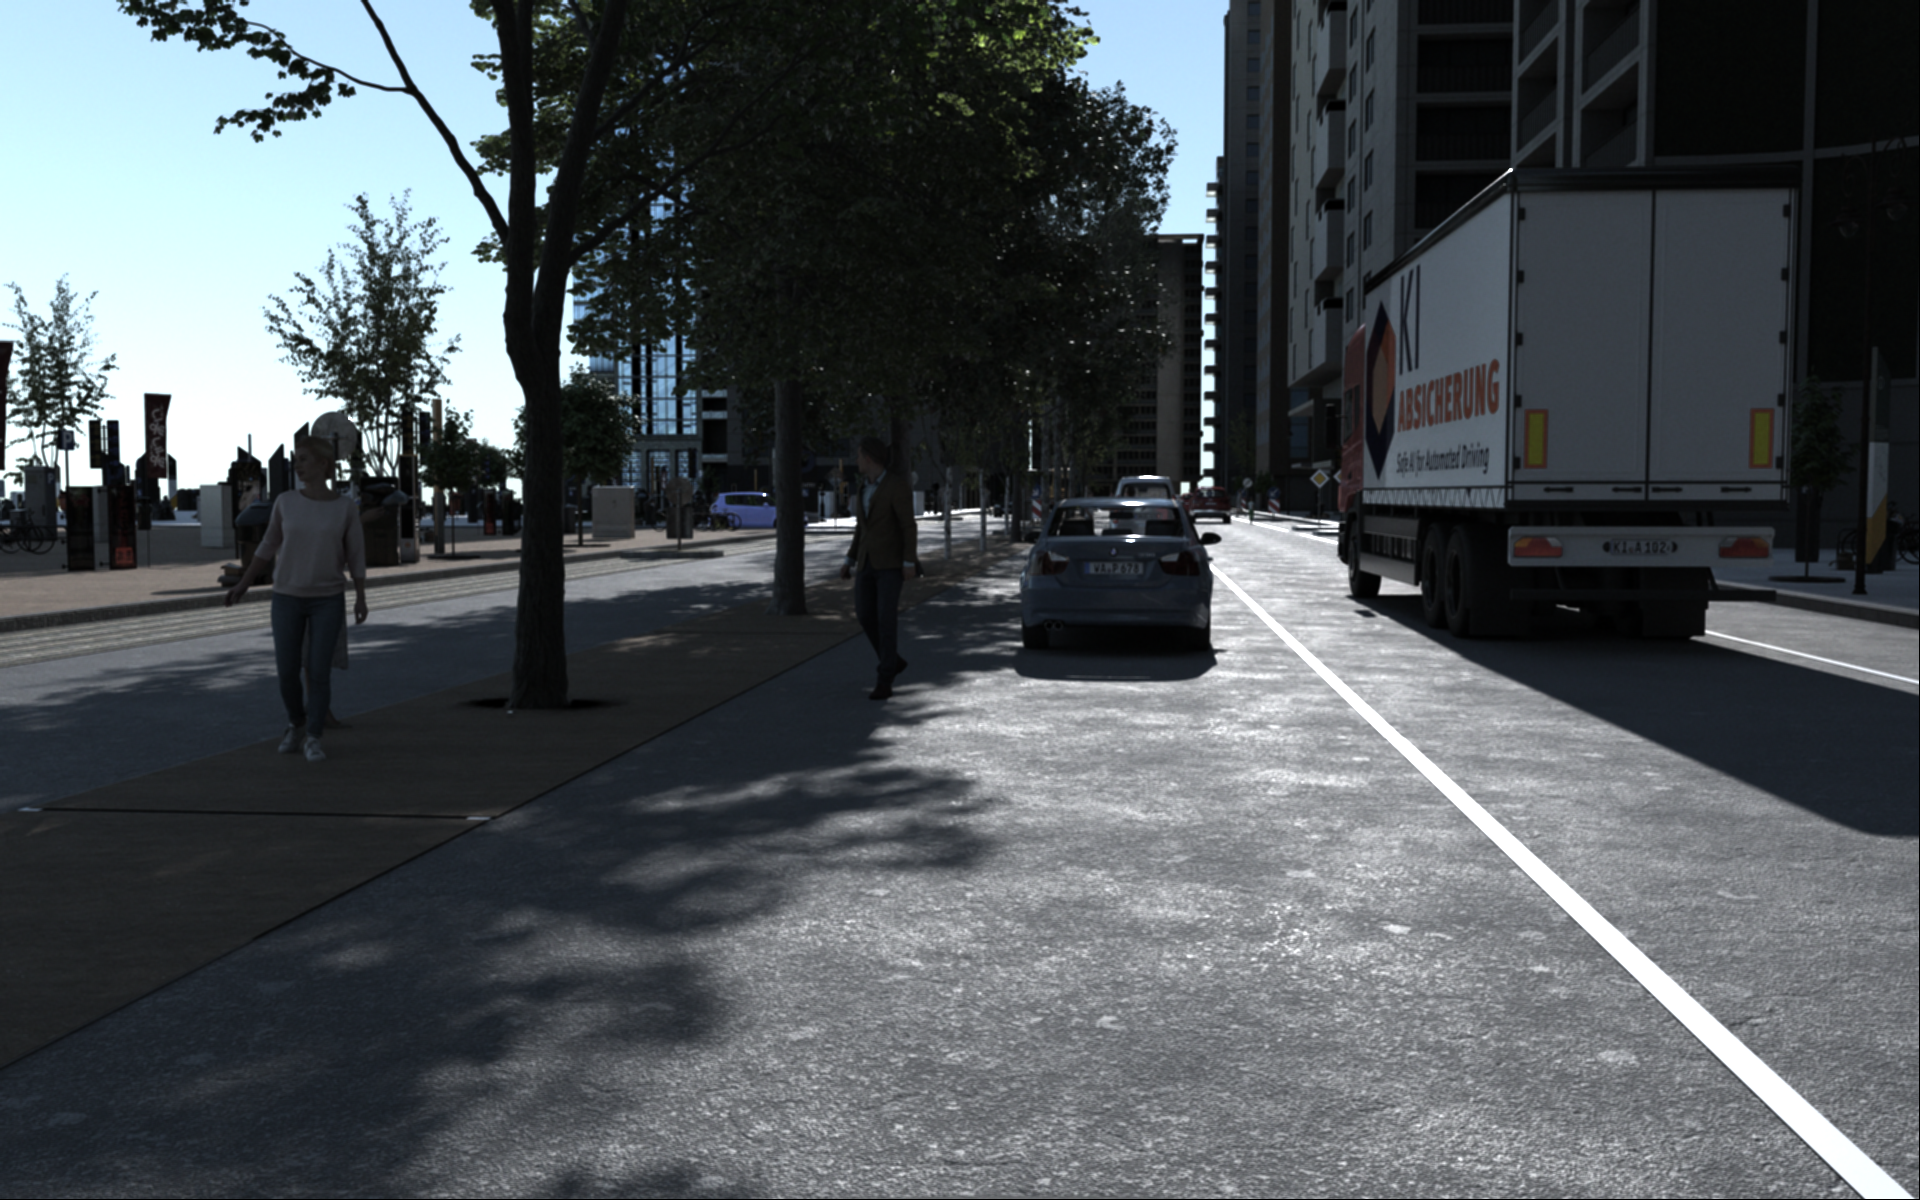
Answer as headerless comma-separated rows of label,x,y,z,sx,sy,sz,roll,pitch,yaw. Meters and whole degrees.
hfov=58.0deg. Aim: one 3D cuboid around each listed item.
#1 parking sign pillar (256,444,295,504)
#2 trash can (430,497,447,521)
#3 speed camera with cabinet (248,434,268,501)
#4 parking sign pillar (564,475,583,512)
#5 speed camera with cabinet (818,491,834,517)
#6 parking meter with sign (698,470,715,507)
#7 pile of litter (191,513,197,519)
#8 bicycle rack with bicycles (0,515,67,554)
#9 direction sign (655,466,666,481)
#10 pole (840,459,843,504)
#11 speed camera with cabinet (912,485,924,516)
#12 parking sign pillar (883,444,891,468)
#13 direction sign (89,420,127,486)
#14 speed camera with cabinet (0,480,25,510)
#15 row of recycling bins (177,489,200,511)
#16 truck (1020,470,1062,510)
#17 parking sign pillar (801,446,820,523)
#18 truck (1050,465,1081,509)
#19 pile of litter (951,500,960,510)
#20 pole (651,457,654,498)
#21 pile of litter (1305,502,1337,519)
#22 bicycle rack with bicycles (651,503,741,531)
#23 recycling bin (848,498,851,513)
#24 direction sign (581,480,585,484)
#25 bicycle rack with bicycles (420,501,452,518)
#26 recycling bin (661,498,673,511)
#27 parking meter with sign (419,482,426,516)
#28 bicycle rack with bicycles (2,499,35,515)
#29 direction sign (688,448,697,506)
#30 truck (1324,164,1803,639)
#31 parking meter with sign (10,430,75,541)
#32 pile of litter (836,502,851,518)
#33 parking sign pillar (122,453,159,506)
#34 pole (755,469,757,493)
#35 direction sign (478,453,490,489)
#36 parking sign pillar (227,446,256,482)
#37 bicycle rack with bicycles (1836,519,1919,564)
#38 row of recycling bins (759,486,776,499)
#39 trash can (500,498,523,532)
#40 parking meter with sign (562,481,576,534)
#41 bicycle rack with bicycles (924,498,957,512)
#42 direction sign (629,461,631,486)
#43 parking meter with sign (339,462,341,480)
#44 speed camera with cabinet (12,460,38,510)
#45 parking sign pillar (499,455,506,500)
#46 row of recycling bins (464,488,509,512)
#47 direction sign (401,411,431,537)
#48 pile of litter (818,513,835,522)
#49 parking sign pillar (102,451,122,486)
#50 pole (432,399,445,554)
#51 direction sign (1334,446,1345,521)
parking sign pillar,-36.634,-6.404,93.171,1.447,3.967,1.447,3,4,37
trash can,-23.880,-4.143,79.392,0.748,1.137,0.748,0,3,0
speed camera with cabinet,-23.543,-3.785,56.217,0.660,3.252,2.038,2,4,35
parking sign pillar,-27.984,-8.359,125.149,1.447,3.967,1.447,2,4,30
speed camera with cabinet,-8.224,-6.381,98.673,2.038,3.252,0.660,1,4,17
parking meter with sign,-18.429,-8.014,127.290,0.543,3.016,1.738,2,4,32
pile of litter,-40.012,-4.734,91.371,1.176,0.858,1.719,0,4,-5
bicycle rack with bicycles,-20.595,-1.443,36.974,2.852,0.926,2.925,3,4,39
direction sign,-23.841,-8.935,138.077,0.876,3.537,0.379,-1,4,-12
pole,-6.878,-6.517,100.397,0.158,3.312,0.155,0,3,0
speed camera with cabinet,-2.829,-6.616,102.507,0.660,3.252,2.038,-2,4,-30
parking sign pillar,-4.113,-6.181,89.527,1.447,3.967,1.447,-1,4,-18
direction sign,-26.171,-3.734,53.041,0.876,3.537,0.379,0,4,-5
speed camera with cabinet,-60.510,-7.094,110.317,2.038,3.252,0.660,-3,5,-41
row of recycling bins,-59.588,-7.810,134.812,1.069,1.692,3.534,1,4,17
truck,6.605,-8.796,139.739,3.469,3.379,9.791,0,4,7
parking sign pillar,-6.924,-5.373,76.326,1.447,3.967,1.447,-2,4,-28
truck,10.129,-10.890,166.968,2.839,4.237,11.283,0,4,7
pile of litter,-0.634,-7.719,140.168,1.176,0.858,1.719,0,4,-4
pole,-17.089,-6.266,96.288,0.158,3.312,0.155,0,3,0
pile of litter,18.853,-4.693,90.688,1.719,0.858,1.176,2,4,33
bicycle rack with bicycles,-8.949,-2.872,60.341,2.925,0.926,2.852,1,4,17
recycling bin,-7.427,-6.459,118.152,0.722,1.027,0.722,1,4,13
direction sign,-29.154,-8.615,132.849,0.876,3.537,0.379,-3,5,-40
bicycle rack with bicycles,-29.354,-4.939,94.127,2.925,0.926,2.852,3,4,38
recycling bin,-21.159,-6.869,124.858,0.722,1.027,0.722,1,4,9
parking meter with sign,-31.313,-6.320,99.598,1.738,3.016,0.543,3,5,44
bicycle rack with bicycles,-66.842,-6.671,122.446,2.852,0.926,2.925,-3,4,-38
direction sign,-13.140,-5.696,85.121,0.379,3.537,0.876,1,4,16
truck,6.338,-1.928,20.436,2.839,4.237,11.283,0,4,4
parking meter with sign,-25.128,-3.123,47.326,1.738,3.016,0.543,1,4,10
pile of litter,-6.440,-4.780,92.123,1.176,0.858,1.719,3,4,36
parking sign pillar,-42.238,-6.207,89.949,1.447,3.967,1.447,1,4,12
pole,-16.652,-9.024,141.393,0.158,3.312,0.155,0,3,0
direction sign,-26.064,-6.282,94.706,0.876,3.537,0.379,1,4,19
parking sign pillar,-39.924,-6.653,97.242,1.447,3.967,1.447,0,4,3
bicycle rack with bicycles,17.884,-1.170,32.514,2.925,0.926,2.852,1,4,15
row of recycling bins,-8.729,-4.876,86.829,3.534,1.692,1.069,3,5,39
trash can,-15.071,-2.848,58.214,0.748,1.137,0.748,0,3,0
parking meter with sign,-13.158,-3.660,56.099,0.543,3.016,1.738,2,4,25
bicycle rack with bicycles,-1.584,-7.925,142.958,2.852,0.926,2.925,0,4,-6
direction sign,-22.333,-7.672,117.438,0.379,3.537,0.876,0,4,-5
parking meter with sign,-33.337,-6.077,95.613,1.738,3.016,0.543,-1,4,-14
speed camera with cabinet,-54.655,-6.565,101.670,2.038,3.252,0.660,3,4,38
parking sign pillar,-31.313,-7.956,118.551,1.447,3.967,1.447,-1,4,-12
row of recycling bins,-33.487,-7.069,122.698,3.534,1.692,1.069,1,4,10
direction sign,-14.873,-3.392,47.457,0.379,3.537,0.876,3,5,41
pile of litter,-6.866,-3.998,79.333,1.719,0.858,1.176,3,5,41
parking sign pillar,-52.964,-7.339,108.460,1.447,3.967,1.447,-3,4,-38
pole,-11.199,-2.650,37.175,0.158,3.312,0.155,0,3,0
direction sign,18.129,-5.501,81.943,0.876,3.537,0.379,-1,4,-10
